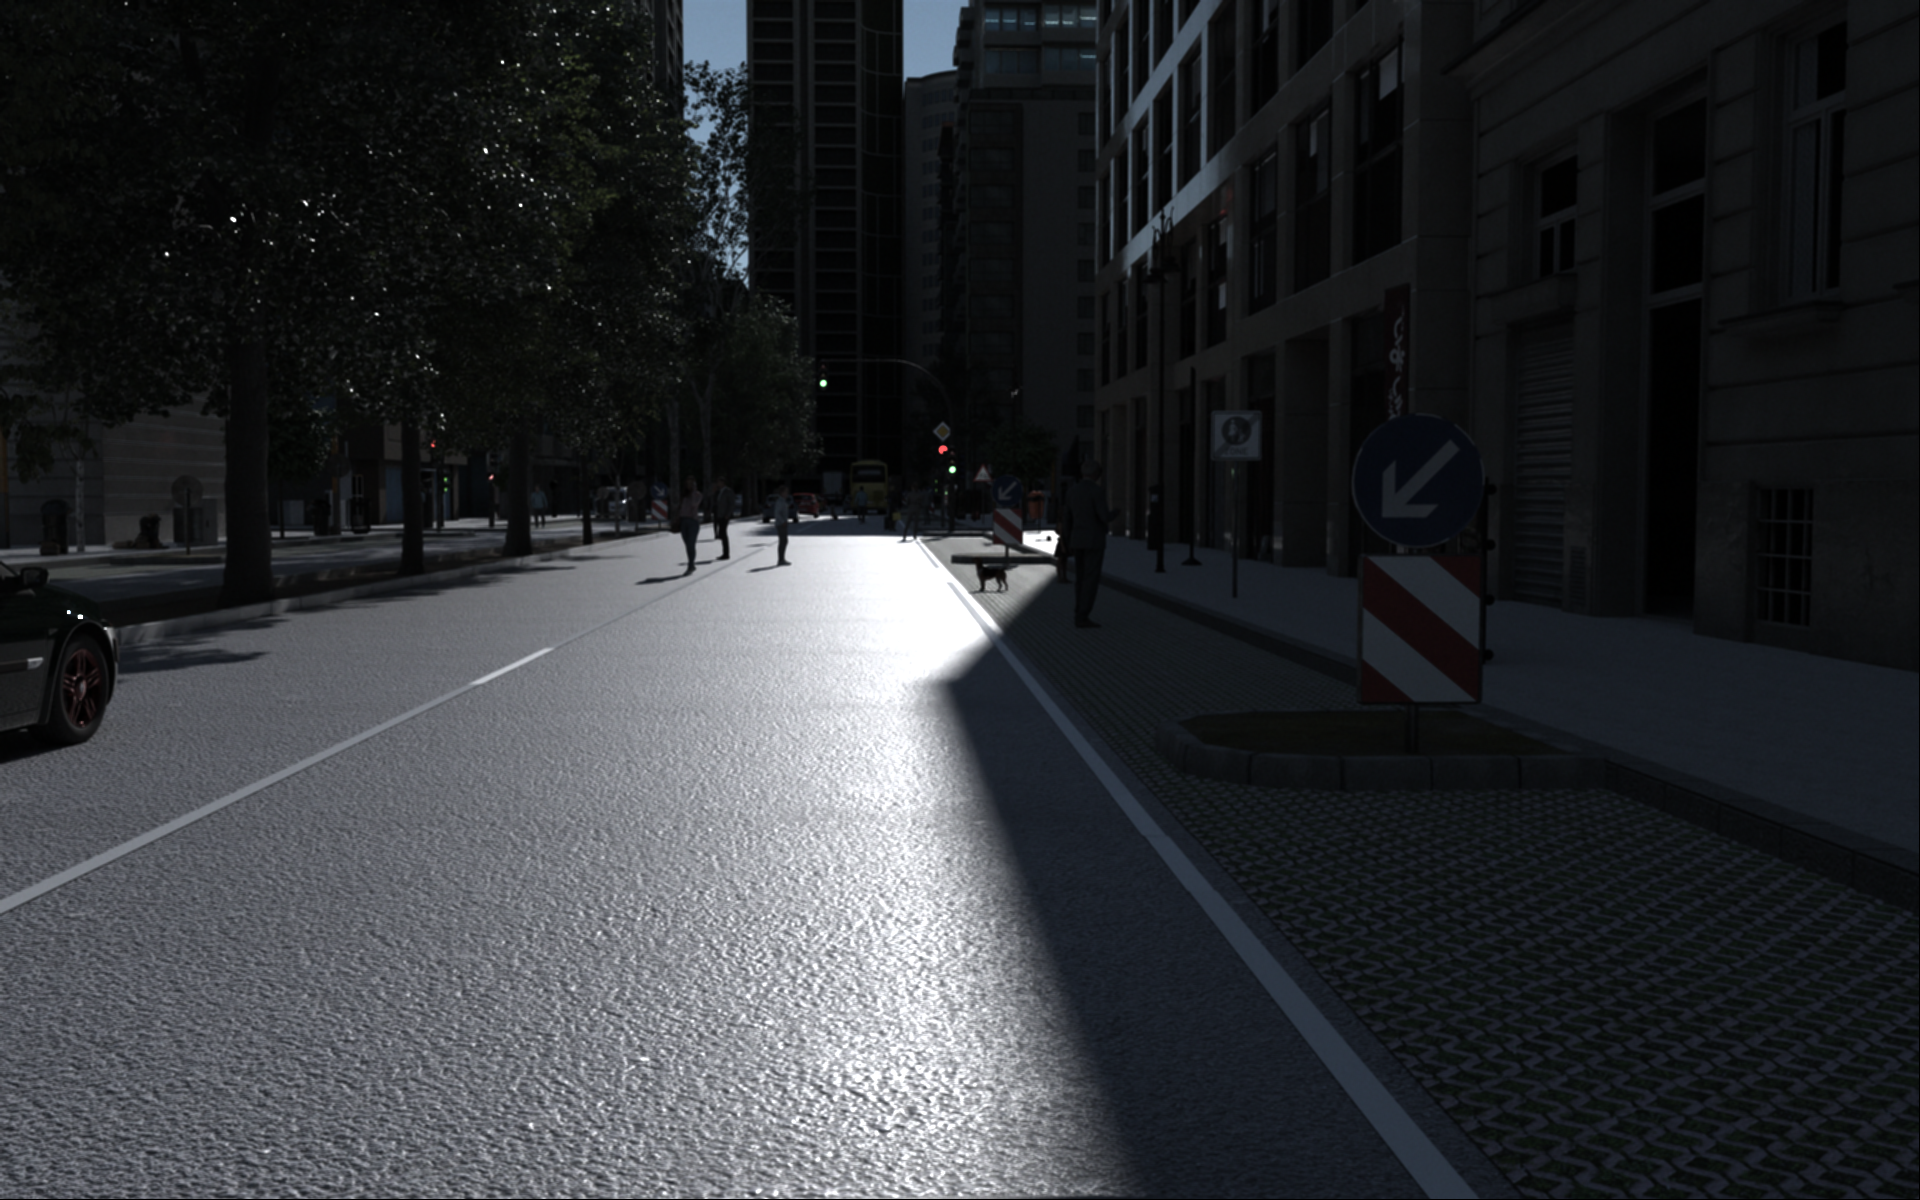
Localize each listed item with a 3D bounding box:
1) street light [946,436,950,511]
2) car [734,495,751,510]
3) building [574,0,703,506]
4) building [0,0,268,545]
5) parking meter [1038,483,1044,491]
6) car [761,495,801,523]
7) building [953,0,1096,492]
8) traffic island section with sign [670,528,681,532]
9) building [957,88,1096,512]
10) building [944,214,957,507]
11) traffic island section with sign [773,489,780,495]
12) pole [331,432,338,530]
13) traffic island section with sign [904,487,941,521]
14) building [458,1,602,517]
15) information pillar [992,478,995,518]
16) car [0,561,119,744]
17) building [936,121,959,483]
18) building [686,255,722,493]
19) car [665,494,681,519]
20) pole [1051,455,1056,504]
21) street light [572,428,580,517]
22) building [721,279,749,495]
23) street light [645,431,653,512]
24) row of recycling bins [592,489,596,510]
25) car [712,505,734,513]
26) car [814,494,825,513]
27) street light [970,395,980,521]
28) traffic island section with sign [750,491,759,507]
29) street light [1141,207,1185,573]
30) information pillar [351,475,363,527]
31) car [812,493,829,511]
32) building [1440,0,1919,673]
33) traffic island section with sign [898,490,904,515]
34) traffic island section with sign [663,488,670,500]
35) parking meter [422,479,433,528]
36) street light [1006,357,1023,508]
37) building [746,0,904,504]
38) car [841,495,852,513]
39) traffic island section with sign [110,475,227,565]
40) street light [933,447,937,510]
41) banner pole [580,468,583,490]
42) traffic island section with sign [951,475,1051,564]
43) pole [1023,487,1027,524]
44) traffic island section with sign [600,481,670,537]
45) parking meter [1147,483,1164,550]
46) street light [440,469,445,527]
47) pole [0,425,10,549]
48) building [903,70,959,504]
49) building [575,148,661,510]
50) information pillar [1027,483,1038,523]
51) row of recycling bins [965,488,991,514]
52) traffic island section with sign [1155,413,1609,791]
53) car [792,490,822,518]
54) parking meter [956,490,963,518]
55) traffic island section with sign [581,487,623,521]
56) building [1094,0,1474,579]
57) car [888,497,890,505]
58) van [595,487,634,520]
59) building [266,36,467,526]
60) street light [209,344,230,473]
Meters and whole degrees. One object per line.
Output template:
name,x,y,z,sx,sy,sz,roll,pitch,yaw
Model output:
street light,-0.716,-8.468,111.239,0.468,5.910,1.993,0,4,-3
car,-19.348,-8.610,153.140,2.083,1.381,4.827,0,4,-2
building,-38.003,-45.681,185.144,20.563,71.187,20.611,0,4,-3
building,-33.317,-12.625,48.212,24.055,21.916,13.314,0,4,-3
parking meter,4.667,-5.783,100.256,0.255,1.863,0.399,-2,4,-30
car,-9.033,-4.610,87.368,2.014,1.417,4.499,0,4,-4
building,10.795,-32.934,158.084,23.786,49.044,30.456,0,4,-3
traffic island section with sign,-11.397,-3.549,66.168,2.006,1.907,1.989,0,4,-3
building,7.348,-21.750,127.314,14.160,30.474,14.107,0,4,-3
building,5.283,-25.013,180.656,14.160,30.474,14.107,0,4,-3
traffic island section with sign,-14.961,-8.140,141.222,2.006,1.907,1.989,0,4,-3
pole,-19.935,-3.758,55.283,0.158,3.312,0.155,0,3,0
traffic island section with sign,-1.816,-5.090,91.852,1.989,1.847,2.006,0,4,-3
building,-35.472,-29.733,105.739,23.786,49.044,30.456,0,4,-3
information pillar,2.013,-6.283,94.087,0.504,3.616,0.183,-2,4,-34
car,-5.867,0.066,8.709,2.009,1.686,4.222,0,4,-1
building,8.465,-33.469,201.841,22.147,44.769,28.867,0,4,-3
building,-36.743,-26.663,207.644,14.107,30.474,14.160,0,4,-3
car,-15.688,-5.311,96.625,2.009,1.686,4.222,0,4,-5
pole,4.055,-4.975,75.185,0.158,3.312,0.155,0,3,0
street light,-21.295,-7.565,96.481,0.468,5.910,1.993,0,4,-3
building,-35.537,-28.208,232.899,14.107,30.474,14.160,0,4,-3
street light,-22.783,-9.442,127.165,0.468,5.910,1.993,0,4,-3
row of recycling bins,-26.574,-7.645,132.115,3.534,1.692,1.069,2,4,28
car,-17.762,-7.116,128.353,2.014,1.417,4.499,0,4,-2
car,-11.560,-7.606,134.585,2.015,1.641,3.980,0,4,-1
street light,0.688,-6.623,81.074,0.468,5.910,1.993,0,4,-3
traffic island section with sign,-23.692,-11.411,195.200,1.989,1.847,2.006,0,4,-3
street light,3.283,-3.390,28.220,0.468,5.910,1.993,0,4,-3
information pillar,-23.542,-3.863,67.653,0.304,2.012,0.304,2,4,26
car,-12.337,-8.526,148.441,2.155,1.783,4.494,0,4,-1
building,14.337,-10.661,7.587,16.112,22.955,30.059,0,4,-3
traffic island section with sign,-3.085,-6.737,118.777,1.989,1.847,2.006,0,4,-3
traffic island section with sign,-20.107,-6.768,119.277,1.989,1.847,2.006,0,4,-3
parking meter,-20.056,-3.640,65.227,0.255,1.863,0.399,1,4,12
street light,1.837,-5.252,58.659,0.468,5.910,1.993,0,4,-3
building,-17.962,-48.816,236.385,20.611,71.187,20.563,0,4,-3
car,-8.042,-7.336,131.953,2.014,1.417,4.499,0,4,-4
traffic island section with sign,-16.145,-1.661,35.791,1.989,1.847,2.006,0,4,-3
street light,-2.085,-10.304,141.257,0.468,5.910,1.993,0,4,-3
banner pole,-28.315,-8.479,128.650,0.401,3.779,0.863,2,4,34
traffic island section with sign,0.827,-1.685,36.184,1.989,1.847,2.006,0,4,-3
pole,2.742,-4.886,73.731,0.158,3.312,0.155,0,3,0
traffic island section with sign,-11.056,-3.097,58.769,2.006,1.907,1.989,0,4,-3
parking meter,4.483,-1.912,39.674,0.372,1.533,0.369,0,3,0
street light,-19.955,-5.738,66.600,0.468,5.910,1.993,0,4,-3
pole,-22.439,-2.860,40.598,0.158,3.312,0.155,0,3,0
building,6.494,-42.531,237.382,28.212,58.520,21.231,0,4,-3
building,-33.462,-22.988,147.550,14.160,30.474,14.107,0,4,-3
information pillar,3.116,-4.352,75.642,0.304,2.012,0.304,1,4,18
row of recycling bins,1.113,-6.442,112.438,1.069,1.692,3.534,-1,4,-16
traffic island section with sign,2.105,-0.039,9.259,1.989,1.847,2.006,0,4,-3
car,-9.417,-5.824,104.259,2.155,1.783,4.494,0,4,-3
parking meter,-0.030,-5.277,94.685,0.372,1.533,0.369,0,3,0
traffic island section with sign,-18.770,-5.038,90.995,1.989,1.847,2.006,0,4,-3
building,14.785,-14.377,39.582,19.350,26.468,34.151,0,4,-3
car,-7.947,-12.584,215.334,1.945,1.707,3.694,0,4,-3
van,-19.236,-5.477,96.565,2.013,2.044,4.112,0,4,-2
building,-30.561,-26.033,75.745,14.600,45.320,14.200,0,4,-3
street light,-18.999,-4.410,44.894,0.468,5.910,1.993,0,4,-3
